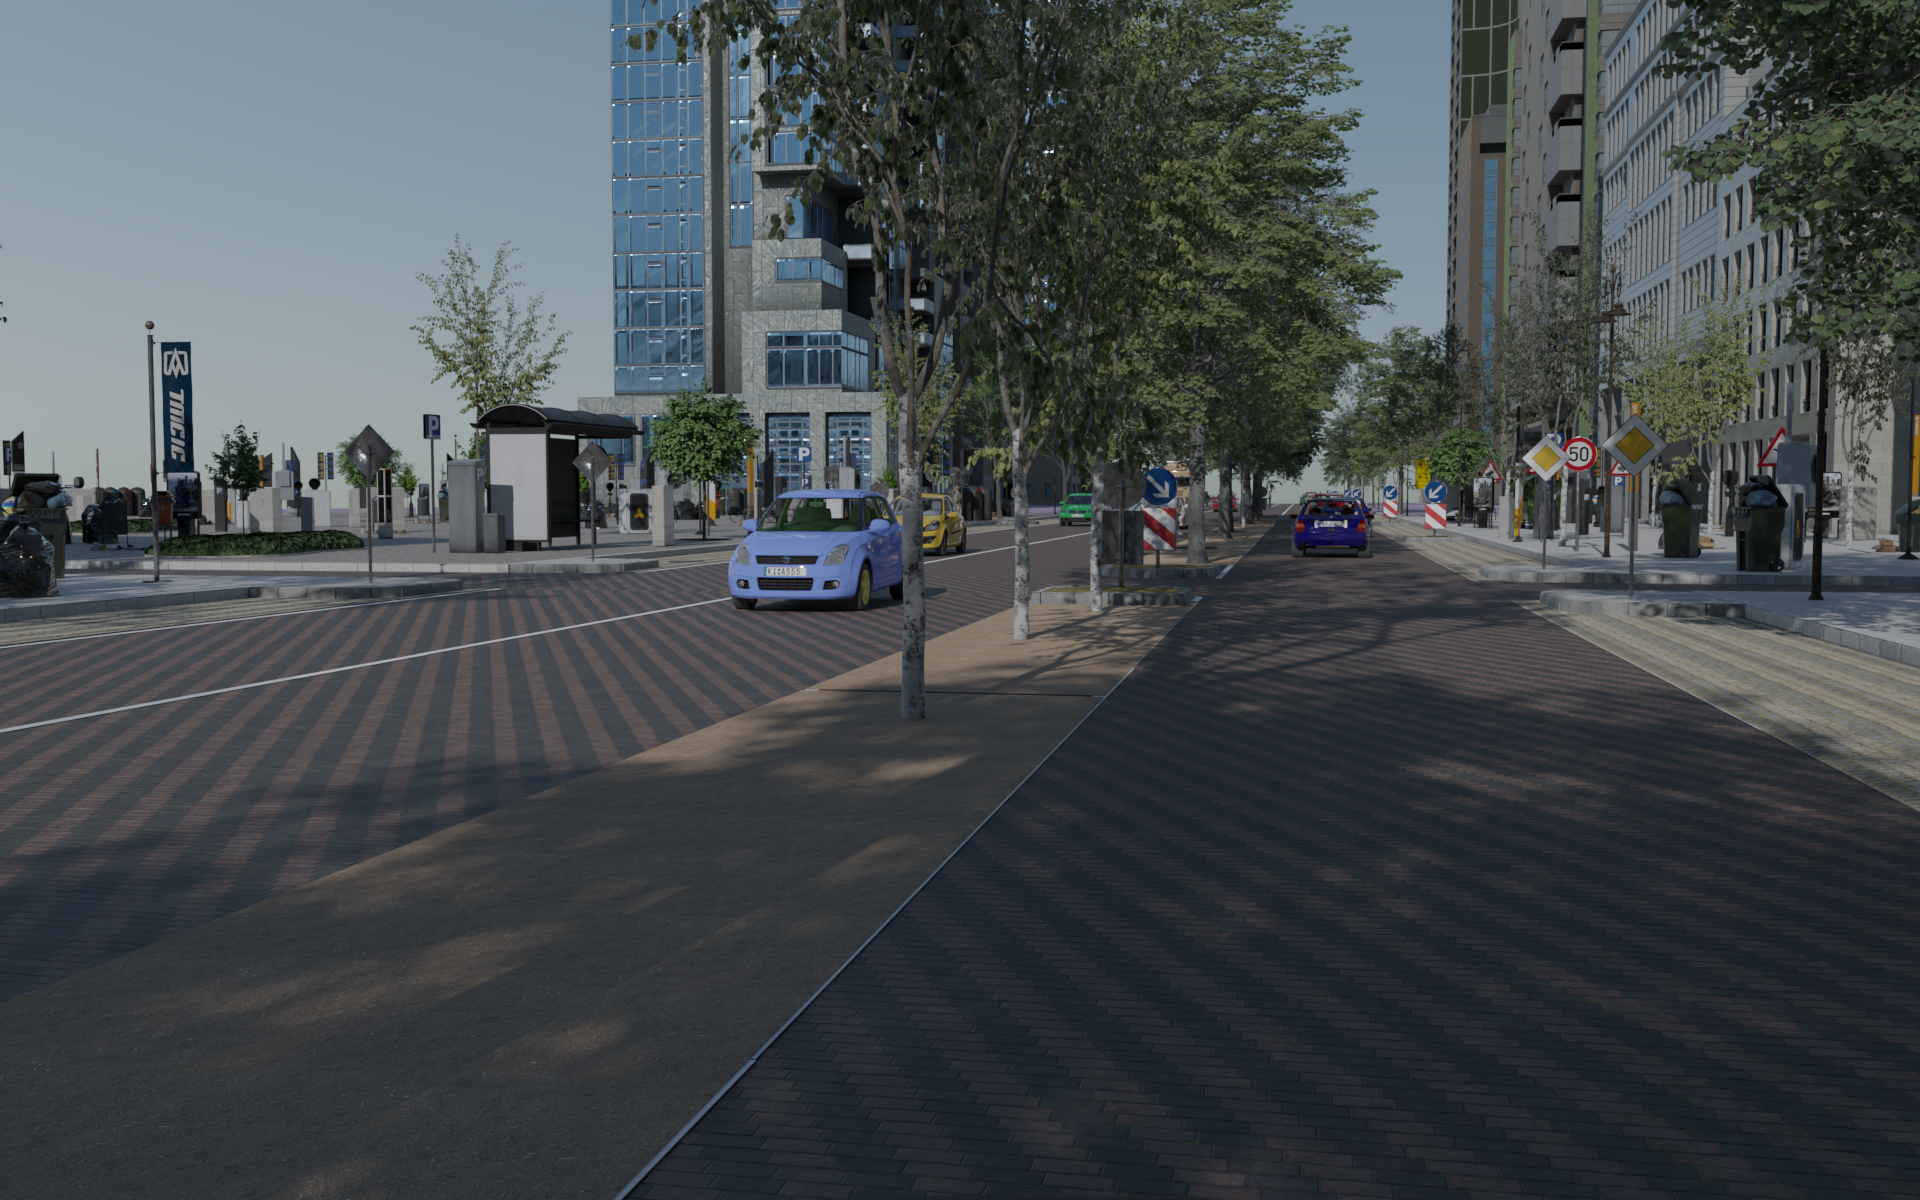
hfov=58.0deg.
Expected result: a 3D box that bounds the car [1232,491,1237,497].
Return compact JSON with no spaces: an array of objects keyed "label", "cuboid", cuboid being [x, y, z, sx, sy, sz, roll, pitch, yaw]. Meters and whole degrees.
[{"label":"car","cuboid":[36.662,-13.946,236.696,2.281,1.827,5.304,1,4,11]}]

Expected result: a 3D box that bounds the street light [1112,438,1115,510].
[{"label":"street light","cuboid":[12.579,-10.355,142.096,0.468,5.910,1.993,1,4,11]}]

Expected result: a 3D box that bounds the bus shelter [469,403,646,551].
[{"label":"bus shelter","cuboid":[-9.451,-2.898,41.305,2.014,3.302,5.546,1,4,11]}]

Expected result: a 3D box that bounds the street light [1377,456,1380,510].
[{"label":"street light","cuboid":[34.525,-10.391,142.678,0.468,5.910,1.993,1,4,11]}]

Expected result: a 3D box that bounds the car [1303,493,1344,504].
[{"label":"car","cuboid":[16.269,-4.126,76.499,2.155,1.783,4.494,1,4,10]}]

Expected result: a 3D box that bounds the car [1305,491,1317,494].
[{"label":"car","cuboid":[49.138,-14.316,242.738,2.281,1.827,5.304,1,4,9]}]

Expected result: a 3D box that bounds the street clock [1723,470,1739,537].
[{"label":"street clock","cuboid":[23.081,-2.895,51.907,0.358,2.002,0.471,-1,4,-10]}]

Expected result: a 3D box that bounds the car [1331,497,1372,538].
[{"label":"car","cuboid":[12.865,-2.788,58.161,1.945,1.354,3.894,1,4,9]}]

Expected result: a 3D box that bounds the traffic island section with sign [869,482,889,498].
[{"label":"traffic island section with sign","cuboid":[-2.638,-2.821,54.755,1.989,1.847,2.006,1,4,11]}]

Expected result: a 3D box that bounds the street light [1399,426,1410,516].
[{"label":"street light","cuboid":[27.857,-8.338,109.112,0.468,5.910,1.993,1,4,11]}]

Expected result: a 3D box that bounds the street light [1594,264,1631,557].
[{"label":"street light","cuboid":[13.116,-3.802,34.948,0.468,5.910,1.993,1,4,11]}]

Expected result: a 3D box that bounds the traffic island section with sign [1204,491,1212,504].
[{"label":"traffic island section with sign","cuboid":[33.669,-14.025,237.943,1.989,1.847,2.006,1,4,11]}]

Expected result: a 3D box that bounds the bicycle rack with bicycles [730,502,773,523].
[{"label":"bicycle rack with bicycles","cuboid":[-8.742,-3.869,76.642,2.925,0.926,2.852,0,4,0]}]

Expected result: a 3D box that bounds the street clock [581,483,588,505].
[{"label":"street clock","cuboid":[-18.534,-4.948,85.470,0.471,2.002,0.358,-2,4,-33]}]

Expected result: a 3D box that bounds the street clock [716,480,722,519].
[{"label":"street clock","cuboid":[-14.049,-5.773,98.962,0.358,2.002,0.471,3,4,37]}]

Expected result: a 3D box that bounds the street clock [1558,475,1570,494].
[{"label":"street clock","cuboid":[23.247,-3.802,66.730,0.471,2.002,0.358,-3,5,-42]}]

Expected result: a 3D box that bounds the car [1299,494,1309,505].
[{"label":"car","cuboid":[44.880,-12.974,223.925,2.131,1.459,4.920,1,4,13]}]

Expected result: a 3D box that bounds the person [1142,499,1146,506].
[{"label":"person","cuboid":[8.462,-4.270,78.498,0.728,1.800,0.709,3,5,43]}]

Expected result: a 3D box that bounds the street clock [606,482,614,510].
[{"label":"street clock","cuboid":[-21.730,-6.298,107.537,0.471,2.002,0.358,-2,4,-34]}]

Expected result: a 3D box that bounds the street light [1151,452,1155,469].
[{"label":"street light","cuboid":[19.562,-12.472,176.712,0.468,5.910,1.993,1,4,11]}]

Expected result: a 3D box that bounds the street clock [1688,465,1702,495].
[{"label":"street clock","cuboid":[18.330,-2.365,43.245,0.358,2.002,0.471,1,4,11]}]

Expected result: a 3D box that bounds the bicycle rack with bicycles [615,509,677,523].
[{"label":"bicycle rack with bicycles","cuboid":[-14.024,-3.942,77.827,2.925,0.926,2.852,-1,4,-22]}]

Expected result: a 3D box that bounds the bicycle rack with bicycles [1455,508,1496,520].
[{"label":"bicycle rack with bicycles","cuboid":[25.402,-4.495,86.879,2.925,0.926,2.852,-1,4,-11]}]

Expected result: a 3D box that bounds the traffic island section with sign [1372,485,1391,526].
[{"label":"traffic island section with sign","cuboid":[19.351,-4.273,78.493,1.989,1.847,2.006,1,4,11]}]

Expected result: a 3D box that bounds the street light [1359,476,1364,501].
[{"label":"street light","cuboid":[44.123,-13.348,191.031,0.468,5.910,1.993,1,4,11]}]

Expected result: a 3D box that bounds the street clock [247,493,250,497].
[{"label":"street clock","cuboid":[-48.197,-6.926,117.806,0.471,2.002,0.358,2,4,28]}]

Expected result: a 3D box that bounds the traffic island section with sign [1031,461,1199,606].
[{"label":"traffic island section with sign","cuboid":[2.092,-0.920,23.183,2.006,1.907,1.989,1,4,11]}]

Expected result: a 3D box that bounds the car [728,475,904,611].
[{"label":"car","cuboid":[-1.762,-0.788,22.472,1.945,1.707,3.694,1,4,10]}]

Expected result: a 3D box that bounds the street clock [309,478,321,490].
[{"label":"street clock","cuboid":[-29.090,-4.498,78.113,0.471,2.002,0.358,0,4,3]}]

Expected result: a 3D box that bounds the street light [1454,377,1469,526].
[{"label":"street light","cuboid":[19.842,-5.864,68.662,0.468,5.910,1.993,1,4,11]}]

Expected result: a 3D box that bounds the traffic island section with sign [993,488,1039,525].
[{"label":"traffic island section with sign","cuboid":[2.695,-4.468,81.687,1.989,1.847,2.006,1,4,11]}]

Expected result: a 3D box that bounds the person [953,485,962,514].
[{"label":"person","cuboid":[-0.143,-3.463,65.665,0.362,1.759,0.519,2,4,31]}]

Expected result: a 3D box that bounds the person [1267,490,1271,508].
[{"label":"person","cuboid":[30.855,-10.036,172.666,0.705,1.814,1.350,1,4,21]}]

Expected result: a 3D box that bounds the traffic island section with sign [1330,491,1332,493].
[{"label":"traffic island section with sign","cuboid":[45.141,-12.227,208.544,1.989,1.847,2.006,1,4,11]}]

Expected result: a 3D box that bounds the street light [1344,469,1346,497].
[{"label":"street light","cuboid":[57.521,-17.509,259.062,0.468,5.910,1.993,1,4,11]}]

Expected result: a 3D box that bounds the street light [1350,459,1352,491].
[{"label":"street light","cuboid":[50.891,-15.441,225.239,0.468,5.910,1.993,1,4,11]}]

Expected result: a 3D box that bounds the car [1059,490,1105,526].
[{"label":"car","cuboid":[5.559,-4.262,78.478,1.959,1.807,4.718,1,4,10]}]

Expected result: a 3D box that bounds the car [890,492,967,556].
[{"label":"car","cuboid":[-0.950,-1.898,41.250,2.015,1.641,3.980,1,4,10]}]

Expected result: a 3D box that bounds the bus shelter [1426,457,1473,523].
[{"label":"bus shelter","cuboid":[22.582,-5.239,79.573,2.014,3.302,5.546,1,4,11]}]

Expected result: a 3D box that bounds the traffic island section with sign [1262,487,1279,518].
[{"label":"traffic island section with sign","cuboid":[18.147,-5.873,104.158,2.006,1.907,1.989,1,4,11]}]

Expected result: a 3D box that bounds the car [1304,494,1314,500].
[{"label":"car","cuboid":[36.351,-10.240,177.646,2.015,1.641,3.980,1,4,11]}]

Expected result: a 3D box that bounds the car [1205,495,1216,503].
[{"label":"car","cuboid":[35.930,-14.411,248.193,1.945,1.354,3.894,1,4,10]}]

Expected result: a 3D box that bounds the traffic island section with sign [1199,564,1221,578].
[{"label":"traffic island section with sign","cuboid":[3.542,-1.365,30.447,2.006,1.907,1.989,1,4,11]}]

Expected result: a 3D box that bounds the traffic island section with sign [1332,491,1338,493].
[{"label":"traffic island section with sign","cuboid":[34.315,-8.891,153.998,1.989,1.847,2.006,1,4,11]}]

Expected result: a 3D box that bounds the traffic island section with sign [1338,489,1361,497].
[{"label":"traffic island section with sign","cuboid":[28.992,-7.247,127.119,1.989,1.847,2.006,1,4,11]}]

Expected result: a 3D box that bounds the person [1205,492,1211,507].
[{"label":"person","cuboid":[28.167,-11.466,196.785,0.721,1.723,1.217,-2,4,-27]}]

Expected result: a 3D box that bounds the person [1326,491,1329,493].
[{"label":"person","cuboid":[40.886,-11.257,192.517,0.705,1.831,1.348,-1,4,-9]}]

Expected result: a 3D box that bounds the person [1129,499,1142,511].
[{"label":"person","cuboid":[4.997,-2.462,49.024,0.793,1.790,0.793,-1,4,-22]}]

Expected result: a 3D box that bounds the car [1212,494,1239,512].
[{"label":"car","cuboid":[21.287,-7.935,138.770,2.155,1.783,4.494,1,4,12]}]

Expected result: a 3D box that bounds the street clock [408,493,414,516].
[{"label":"street clock","cuboid":[-30.992,-5.700,97.770,0.358,2.002,0.471,1,4,9]}]

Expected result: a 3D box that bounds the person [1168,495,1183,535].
[{"label":"person","cuboid":[7.589,-3.051,60.981,0.503,1.515,0.523,-1,4,-13]}]

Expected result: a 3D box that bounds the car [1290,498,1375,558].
[{"label":"car","cuboid":[8.600,-1.683,40.090,1.945,1.354,3.894,1,4,12]}]

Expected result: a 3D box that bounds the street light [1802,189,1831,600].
[{"label":"street light","cuboid":[10.378,-2.938,20.818,0.468,5.910,1.993,1,4,11]}]

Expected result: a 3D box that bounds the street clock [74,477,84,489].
[{"label":"street clock","cuboid":[-36.662,-4.131,72.115,0.471,2.002,0.358,3,4,36]}]

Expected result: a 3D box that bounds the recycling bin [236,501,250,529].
[{"label":"recycling bin","cuboid":[-26.156,-3.136,63.828,0.722,1.027,0.722,3,4,36]}]

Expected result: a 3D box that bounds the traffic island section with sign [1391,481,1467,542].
[{"label":"traffic island section with sign","cuboid":[14.117,-2.656,52.049,1.989,1.847,2.006,1,4,11]}]

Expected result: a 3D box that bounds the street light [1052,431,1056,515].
[{"label":"street light","cuboid":[5.953,-8.299,108.477,0.468,5.910,1.993,1,4,11]}]

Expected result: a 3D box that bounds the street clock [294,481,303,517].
[{"label":"street clock","cuboid":[-36.874,-5.625,96.540,0.471,2.002,0.358,-2,4,-27]}]

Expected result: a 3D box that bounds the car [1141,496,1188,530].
[{"label":"car","cuboid":[8.423,-3.596,71.158,2.083,1.381,4.827,1,4,12]}]

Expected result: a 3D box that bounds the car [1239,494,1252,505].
[{"label":"car","cuboid":[33.357,-11.676,200.493,1.945,1.707,3.694,1,4,13]}]
